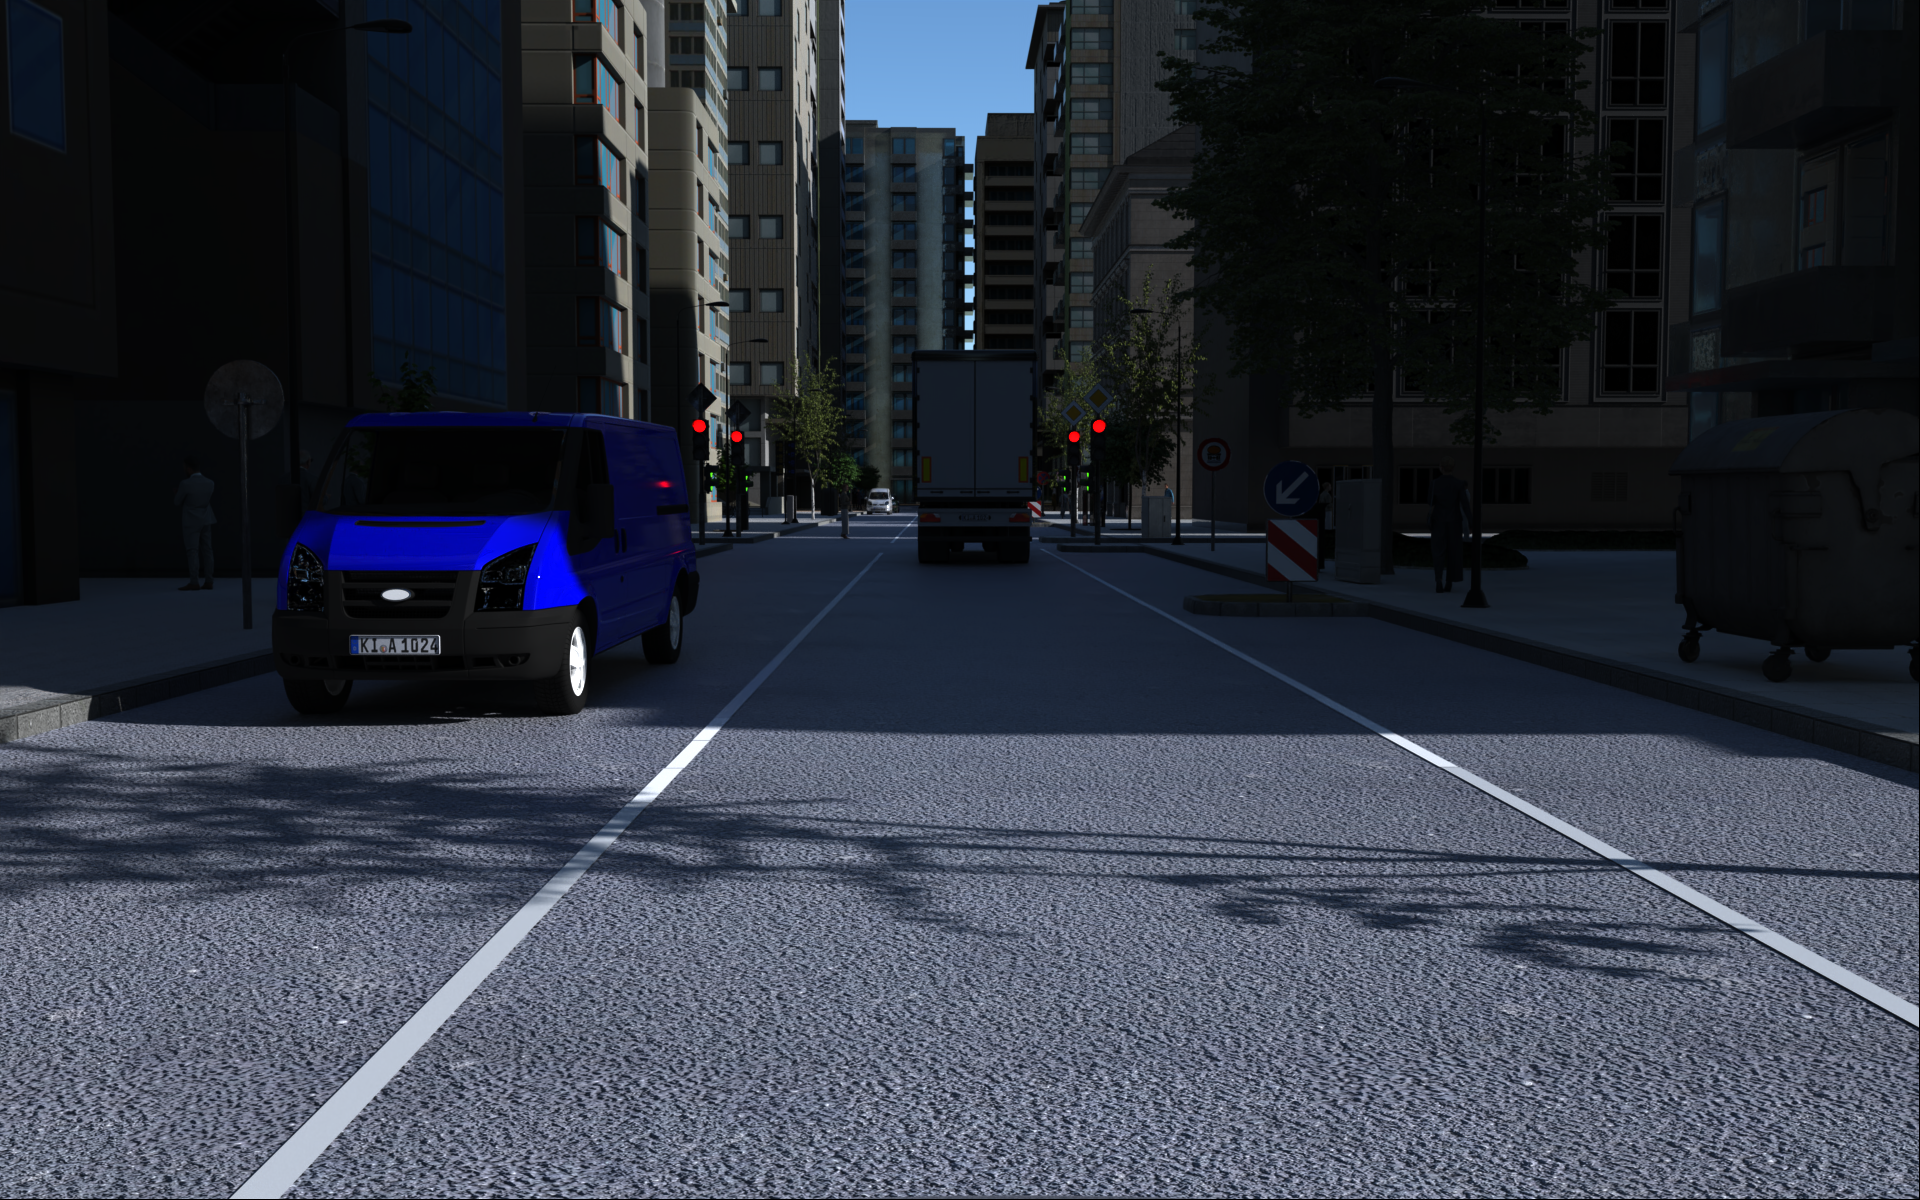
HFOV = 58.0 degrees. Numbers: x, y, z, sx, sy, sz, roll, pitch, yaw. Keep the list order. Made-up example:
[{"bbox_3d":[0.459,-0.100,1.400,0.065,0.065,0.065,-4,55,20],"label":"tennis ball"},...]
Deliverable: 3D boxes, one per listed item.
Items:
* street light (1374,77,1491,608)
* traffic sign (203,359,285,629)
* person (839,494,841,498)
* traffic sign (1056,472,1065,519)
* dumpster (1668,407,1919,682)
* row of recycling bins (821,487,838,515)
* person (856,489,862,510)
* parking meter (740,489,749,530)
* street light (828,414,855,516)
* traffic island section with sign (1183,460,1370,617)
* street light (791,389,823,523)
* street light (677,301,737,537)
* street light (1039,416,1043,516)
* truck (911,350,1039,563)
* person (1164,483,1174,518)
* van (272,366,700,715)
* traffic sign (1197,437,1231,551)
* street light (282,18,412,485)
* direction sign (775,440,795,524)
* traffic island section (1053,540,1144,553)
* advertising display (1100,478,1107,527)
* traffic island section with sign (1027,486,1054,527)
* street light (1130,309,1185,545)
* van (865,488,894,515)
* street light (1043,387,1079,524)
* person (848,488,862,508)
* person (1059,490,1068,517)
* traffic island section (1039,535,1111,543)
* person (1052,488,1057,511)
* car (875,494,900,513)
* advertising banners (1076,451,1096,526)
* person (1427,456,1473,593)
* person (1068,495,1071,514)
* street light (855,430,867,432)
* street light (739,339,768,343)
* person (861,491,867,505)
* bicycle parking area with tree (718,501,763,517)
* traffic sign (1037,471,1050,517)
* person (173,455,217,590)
[{"bbox_3d":[5.312,-2.871,19.484,1.470,5.913,1.316,0,4,-1],"label":"street light"},{"bbox_3d":[-6.772,-0.996,16.392,0.768,2.556,0.104,0,4,1],"label":"traffic sign"},{"bbox_3d":[-10.395,-8.481,147.903,0.628,1.438,0.799,3,5,44],"label":"person"},{"bbox_3d":[5.354,-5.522,90.395,0.768,2.556,0.104,1,4,9],"label":"traffic sign"},{"bbox_3d":[6.071,-0.409,12.448,1.264,1.857,1.865,0,4,-1],"label":"dumpster"},{"bbox_3d":[-7.959,-6.015,105.463,1.069,1.692,3.534,0,4,-2],"label":"row of recycling bins"},{"bbox_3d":[-8.159,-8.106,139.496,0.530,1.710,0.541,0,4,-2],"label":"person"},{"bbox_3d":[-7.706,-3.430,61.789,0.255,1.863,0.399,0,4,5],"label":"parking meter"},{"bbox_3d":[-7.015,-7.849,100.868,1.470,5.913,1.316,0,4,-1],"label":"street light"},{"bbox_3d":[3.783,-0.765,21.140,1.989,1.847,2.006,0,4,-1],"label":"traffic island section with sign"},{"bbox_3d":[-6.759,-6.356,76.468,1.470,5.913,1.316,0,4,-1],"label":"street light"},{"bbox_3d":[-6.261,-4.242,41.903,1.470,5.913,1.316,0,4,-1],"label":"street light"},{"bbox_3d":[4.251,-7.803,100.122,1.470,5.913,1.316,0,4,-1],"label":"street light"},{"bbox_3d":[0.283,-3.080,39.277,2.839,4.237,11.283,0,3,0],"label":"truck"},{"bbox_3d":[9.678,-4.529,80.441,0.444,1.785,0.601,-2,4,-23],"label":"person"},{"bbox_3d":[-3.362,-0.529,13.041,2.240,2.365,5.245,0,4,1],"label":"van"},{"bbox_3d":[5.681,-2.368,38.827,0.768,2.556,0.104,0,4,2],"label":"traffic sign"},{"bbox_3d":[-6.052,-2.724,17.082,1.470,5.913,1.316,0,4,-1],"label":"street light"},{"bbox_3d":[-7.384,-4.970,73.252,0.876,3.537,0.379,-2,4,-28],"label":"direction sign"},{"bbox_3d":[3.505,-1.320,43.866,2.009,0.180,2.903,0,4,-1],"label":"traffic island section"},{"bbox_3d":[5.508,-3.803,67.401,0.123,1.923,0.974,-1,4,-11],"label":"advertising display"},{"bbox_3d":[3.125,-4.148,76.448,1.989,1.847,2.006,0,4,-1],"label":"traffic island section with sign"},{"bbox_3d":[4.956,-4.341,43.523,1.470,5.913,1.316,0,4,-1],"label":"street light"},{"bbox_3d":[-5.628,-6.979,121.116,2.013,2.044,4.112,0,4,0],"label":"van"},{"bbox_3d":[4.497,-6.289,75.371,1.470,5.913,1.316,0,4,-1],"label":"street light"},{"bbox_3d":[-9.469,-9.210,156.265,1.348,1.869,0.705,0,4,4],"label":"person"},{"bbox_3d":[5.847,-5.482,98.265,0.503,1.515,0.523,-1,4,-15],"label":"person"},{"bbox_3d":[3.408,-1.809,51.851,2.009,0.180,2.903,0,4,-1],"label":"traffic island section"},{"bbox_3d":[7.028,-7.578,130.669,0.721,1.736,1.217,1,4,11],"label":"person"},{"bbox_3d":[-5.536,-7.456,131.690,2.009,1.686,4.222,0,4,1],"label":"car"},{"bbox_3d":[5.088,-4.527,70.209,0.090,3.025,2.074,-1,4,-18],"label":"advertising banners"},{"bbox_3d":[6.369,-0.984,22.558,0.576,1.772,0.534,0,4,-1],"label":"person"},{"bbox_3d":[7.023,-6.048,109.608,0.332,1.250,0.352,2,4,32],"label":"person"},{"bbox_3d":[-7.361,-9.319,124.906,1.470,5.913,1.316,0,4,-1],"label":"street light"},{"bbox_3d":[-6.426,-4.850,51.840,1.470,5.913,1.316,0,4,-1],"label":"street light"},{"bbox_3d":[-11.702,-12.166,207.392,1.348,1.826,0.705,1,4,12],"label":"person"},{"bbox_3d":[-15.422,-6.578,94.548,9.016,4.147,8.231,3,5,42],"label":"bicycle parking area with tree"},{"bbox_3d":[4.693,-5.964,97.611,0.768,2.556,0.104,0,4,1],"label":"traffic sign"},{"bbox_3d":[-10.281,-1.040,23.221,0.466,1.800,0.511,1,4,14],"label":"person"}]
